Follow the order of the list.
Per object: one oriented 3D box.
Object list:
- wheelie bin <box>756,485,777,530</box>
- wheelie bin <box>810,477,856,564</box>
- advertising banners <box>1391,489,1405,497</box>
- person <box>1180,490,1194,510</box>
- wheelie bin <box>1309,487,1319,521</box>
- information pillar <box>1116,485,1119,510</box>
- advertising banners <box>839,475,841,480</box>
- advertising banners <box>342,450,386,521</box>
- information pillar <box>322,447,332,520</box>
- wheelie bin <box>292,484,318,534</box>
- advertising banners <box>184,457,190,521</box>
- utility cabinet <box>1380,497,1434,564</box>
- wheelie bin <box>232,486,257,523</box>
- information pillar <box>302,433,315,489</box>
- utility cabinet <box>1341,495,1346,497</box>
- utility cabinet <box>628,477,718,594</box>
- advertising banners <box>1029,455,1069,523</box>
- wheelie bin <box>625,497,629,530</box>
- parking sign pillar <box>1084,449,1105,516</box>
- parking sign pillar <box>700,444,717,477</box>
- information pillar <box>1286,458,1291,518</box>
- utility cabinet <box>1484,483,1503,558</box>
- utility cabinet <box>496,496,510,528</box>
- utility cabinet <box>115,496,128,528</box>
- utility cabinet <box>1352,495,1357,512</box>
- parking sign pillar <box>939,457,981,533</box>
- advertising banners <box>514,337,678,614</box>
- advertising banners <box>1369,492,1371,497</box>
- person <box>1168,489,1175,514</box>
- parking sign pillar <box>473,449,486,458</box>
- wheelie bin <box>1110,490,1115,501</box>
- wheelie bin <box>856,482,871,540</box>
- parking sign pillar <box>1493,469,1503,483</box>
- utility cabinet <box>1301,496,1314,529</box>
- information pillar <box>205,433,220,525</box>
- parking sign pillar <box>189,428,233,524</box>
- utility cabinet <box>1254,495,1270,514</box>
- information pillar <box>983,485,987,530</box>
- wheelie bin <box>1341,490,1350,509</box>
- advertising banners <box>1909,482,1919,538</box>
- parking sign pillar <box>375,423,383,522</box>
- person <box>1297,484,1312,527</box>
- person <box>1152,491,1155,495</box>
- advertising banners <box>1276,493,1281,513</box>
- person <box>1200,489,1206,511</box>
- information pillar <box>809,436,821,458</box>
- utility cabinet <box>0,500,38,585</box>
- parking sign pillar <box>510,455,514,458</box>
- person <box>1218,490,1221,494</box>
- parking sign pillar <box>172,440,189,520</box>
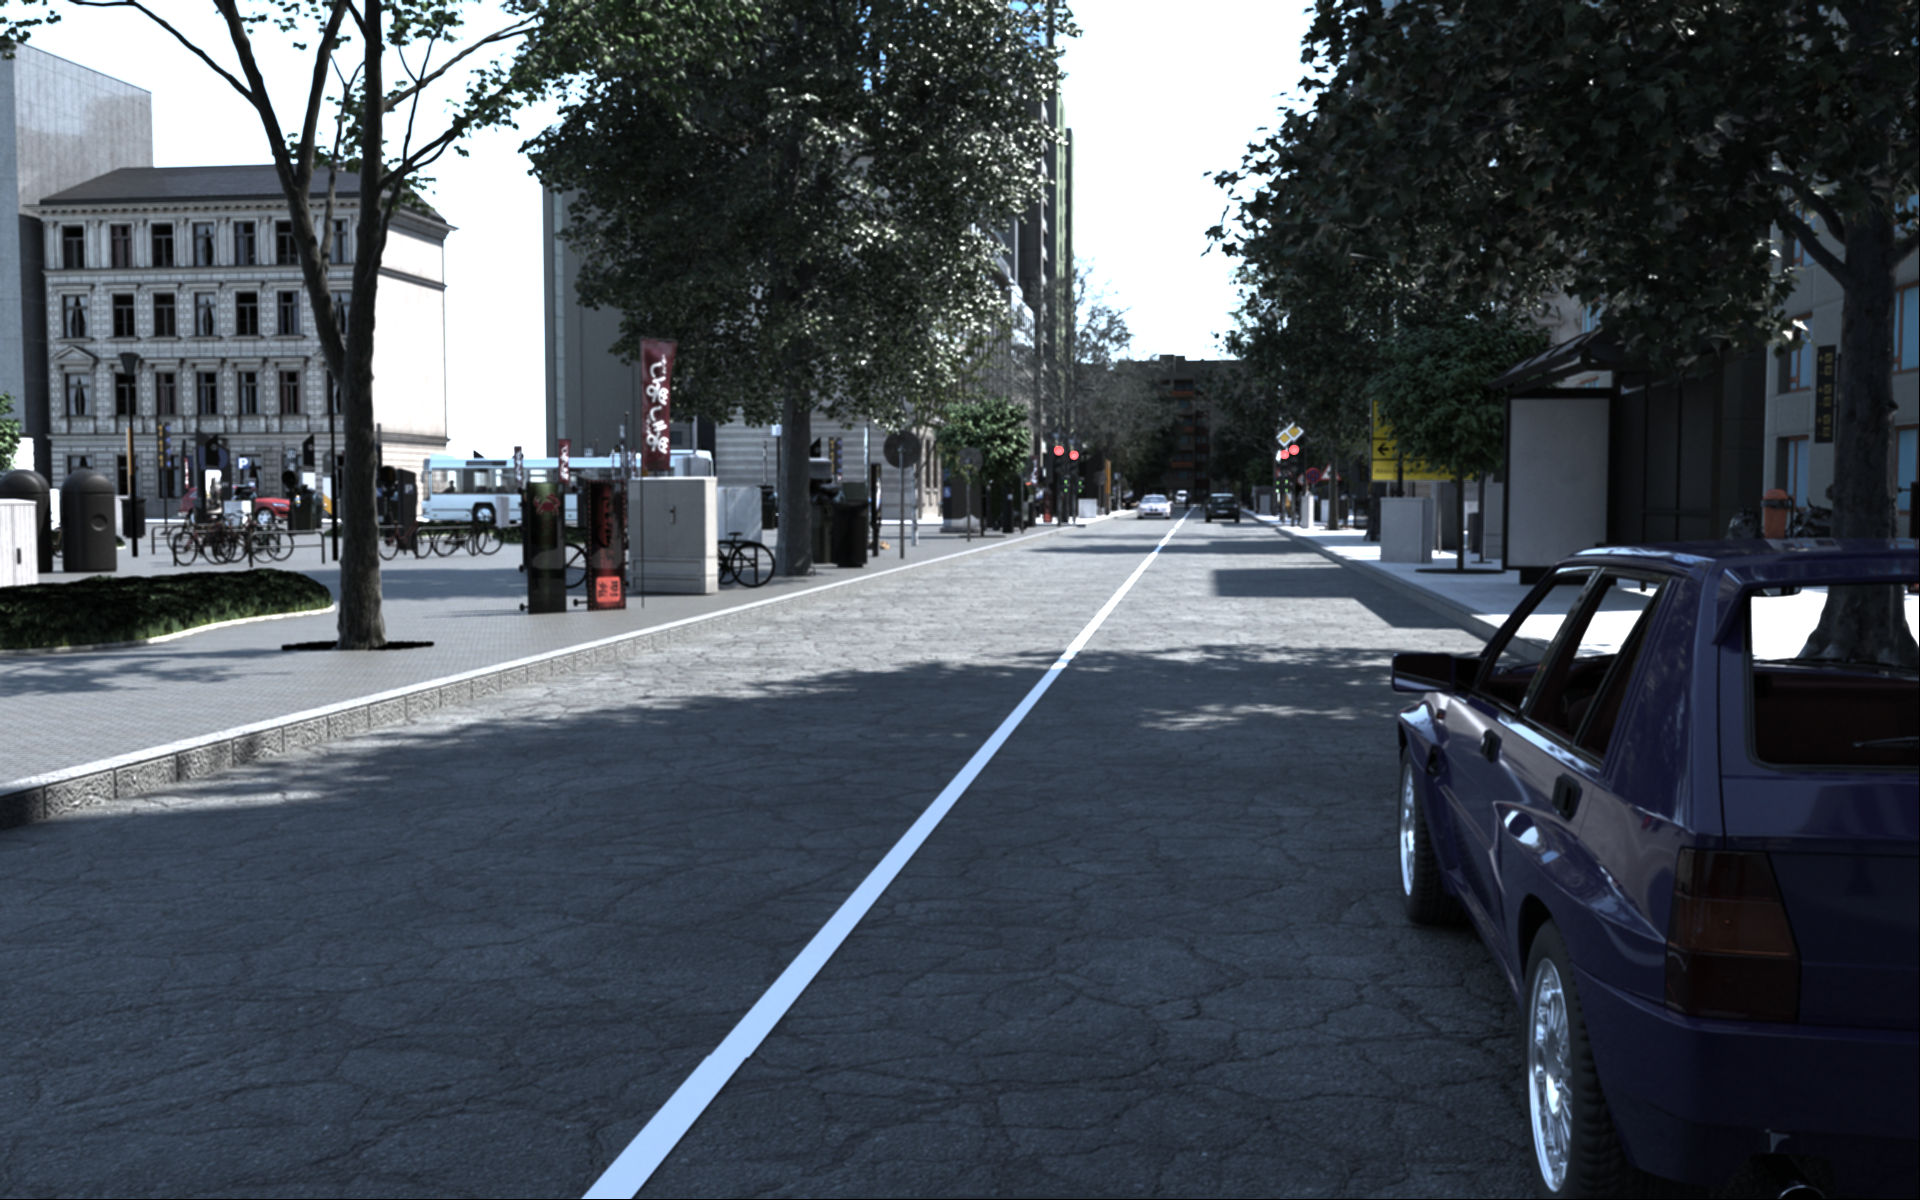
[{"bbox_3d":[-7.011,-3.345,62.606,0.980,1.594,0.693,-2,4,-26],"label":"wheelie bin"},{"bbox_3d":[-2.558,-1.483,32.149,0.693,1.594,0.980,2,4,35],"label":"wheelie bin"},{"bbox_3d":[13.445,-3.536,54.000,0.090,3.025,2.074,3,4,36],"label":"advertising banners"},{"bbox_3d":[20.277,-8.942,154.691,1.348,1.826,0.705,-1,4,-17],"label":"person"},{"bbox_3d":[16.812,-4.539,82.114,0.693,1.594,0.980,-2,4,-24],"label":"wheelie bin"},{"bbox_3d":[12.599,-8.159,137.891,0.304,2.012,0.304,0,4,1],"label":"information pillar"},{"bbox_3d":[-5.594,-5.355,83.747,0.090,3.025,2.074,1,4,14],"label":"advertising banners"},{"bbox_3d":[-23.521,-4.449,68.922,2.074,3.025,0.090,0,4,-1],"label":"advertising banners"},{"bbox_3d":[-31.620,-5.831,86.694,0.504,3.616,0.183,0,4,-2],"label":"information pillar"},{"bbox_3d":[-20.895,-2.897,55.278,0.693,1.594,0.980,0,4,-6],"label":"wheelie bin"},{"bbox_3d":[-37.075,-5.350,83.657,0.090,3.025,2.074,0,4,-5],"label":"advertising banners"},{"bbox_3d":[8.327,-1.293,32.296,0.306,1.237,1.020,-3,4,-36],"label":"utility cabinet"},{"bbox_3d":[-28.385,-3.723,68.783,0.693,1.594,0.980,2,4,34],"label":"wheelie bin"},{"bbox_3d":[-24.928,-4.586,66.337,0.183,3.616,0.504,3,5,41],"label":"information pillar"},{"bbox_3d":[23.992,-6.050,110.080,0.306,1.237,1.020,-3,5,-44],"label":"utility cabinet"},{"bbox_3d":[-3.696,-0.830,22.249,1.173,1.500,0.318,2,4,25],"label":"utility cabinet"},{"bbox_3d":[3.949,-4.969,77.433,2.074,3.025,0.090,2,4,34],"label":"advertising banners"},{"bbox_3d":[-7.434,-2.003,40.662,0.693,1.594,0.980,0,4,7],"label":"wheelie bin"},{"bbox_3d":[7.961,-7.050,103.743,1.447,3.967,1.447,1,4,17],"label":"parking sign pillar"},{"bbox_3d":[-13.272,-6.387,92.902,1.447,3.967,1.447,-2,4,-28],"label":"parking sign pillar"},{"bbox_3d":[17.839,-6.273,93.923,0.183,3.616,0.504,-1,4,-15],"label":"information pillar"},{"bbox_3d":[10.938,-1.563,34.232,1.173,1.500,0.318,0,4,4],"label":"utility cabinet"},{"bbox_3d":[-16.944,-3.244,64.204,0.306,1.237,1.020,-2,4,-26],"label":"utility cabinet"},{"bbox_3d":[-32.141,-3.342,65.801,0.306,1.237,1.020,3,4,36],"label":"utility cabinet"},{"bbox_3d":[28.934,-7.085,127.008,0.306,1.237,1.020,1,4,17],"label":"utility cabinet"},{"bbox_3d":[0.043,-4.196,57.070,1.447,3.967,1.447,-3,5,-44],"label":"parking sign pillar"},{"bbox_3d":[-3.929,-1.398,19.046,0.090,3.025,2.074,3,5,44],"label":"advertising banners"},{"bbox_3d":[25.141,-6.691,105.589,0.090,3.025,2.074,0,4,6],"label":"advertising banners"},{"bbox_3d":[15.017,-6.986,123.273,0.519,1.759,0.362,1,4,16],"label":"person"},{"bbox_3d":[-28.334,-7.024,103.306,1.447,3.967,1.447,-2,4,-33],"label":"parking sign pillar"},{"bbox_3d":[11.401,-7.626,132.595,0.693,1.594,0.980,3,5,39],"label":"wheelie bin"},{"bbox_3d":[-2.788,-2.267,44.981,0.980,1.594,0.693,-1,4,-20],"label":"wheelie bin"},{"bbox_3d":[19.484,-4.435,60.988,1.447,3.967,1.447,3,4,36],"label":"parking sign pillar"},{"bbox_3d":[12.784,-3.216,63.736,0.306,1.237,1.020,1,4,22],"label":"utility cabinet"},{"bbox_3d":[-28.517,-4.572,66.100,0.504,3.616,0.183,-2,4,-31],"label":"information pillar"},{"bbox_3d":[-30.593,-5.051,71.058,1.447,3.967,1.447,-2,4,-34],"label":"parking sign pillar"},{"bbox_3d":[20.564,-6.565,118.497,0.306,1.237,1.020,-2,4,-34],"label":"utility cabinet"},{"bbox_3d":[0.731,-3.460,61.055,0.304,2.012,0.304,3,4,37],"label":"information pillar"},{"bbox_3d":[32.125,-8.361,144.614,0.693,1.594,0.980,-3,4,-38],"label":"wheelie bin"},{"bbox_3d":[12.421,-1.593,22.227,0.090,3.025,2.074,-2,4,-28],"label":"advertising banners"},{"bbox_3d":[-22.034,-4.704,65.390,1.447,3.967,1.447,-1,4,-19],"label":"parking sign pillar"},{"bbox_3d":[14.093,-3.810,70.764,0.622,1.834,0.822,0,4,-7],"label":"person"},{"bbox_3d":[25.778,-13.669,231.858,0.599,1.838,0.709,-1,4,-18],"label":"person"},{"bbox_3d":[21.649,-7.369,116.674,0.090,3.025,2.074,-2,4,-27],"label":"advertising banners"},{"bbox_3d":[20.128,-8.212,142.539,0.755,1.850,0.659,0,4,8],"label":"person"},{"bbox_3d":[-5.871,-4.831,70.340,0.504,3.616,0.183,-2,4,-26],"label":"information pillar"},{"bbox_3d":[-11.271,-0.557,20.267,0.306,1.237,1.020,1,4,11],"label":"utility cabinet"},{"bbox_3d":[-27.352,-7.153,105.429,1.447,3.967,1.447,2,4,33],"label":"parking sign pillar"},{"bbox_3d":[24.462,-9.458,163.152,0.705,1.823,1.348,1,4,19],"label":"person"},{"bbox_3d":[-38.551,-5.986,86.347,1.447,3.967,1.447,-2,4,-30],"label":"parking sign pillar"}]
